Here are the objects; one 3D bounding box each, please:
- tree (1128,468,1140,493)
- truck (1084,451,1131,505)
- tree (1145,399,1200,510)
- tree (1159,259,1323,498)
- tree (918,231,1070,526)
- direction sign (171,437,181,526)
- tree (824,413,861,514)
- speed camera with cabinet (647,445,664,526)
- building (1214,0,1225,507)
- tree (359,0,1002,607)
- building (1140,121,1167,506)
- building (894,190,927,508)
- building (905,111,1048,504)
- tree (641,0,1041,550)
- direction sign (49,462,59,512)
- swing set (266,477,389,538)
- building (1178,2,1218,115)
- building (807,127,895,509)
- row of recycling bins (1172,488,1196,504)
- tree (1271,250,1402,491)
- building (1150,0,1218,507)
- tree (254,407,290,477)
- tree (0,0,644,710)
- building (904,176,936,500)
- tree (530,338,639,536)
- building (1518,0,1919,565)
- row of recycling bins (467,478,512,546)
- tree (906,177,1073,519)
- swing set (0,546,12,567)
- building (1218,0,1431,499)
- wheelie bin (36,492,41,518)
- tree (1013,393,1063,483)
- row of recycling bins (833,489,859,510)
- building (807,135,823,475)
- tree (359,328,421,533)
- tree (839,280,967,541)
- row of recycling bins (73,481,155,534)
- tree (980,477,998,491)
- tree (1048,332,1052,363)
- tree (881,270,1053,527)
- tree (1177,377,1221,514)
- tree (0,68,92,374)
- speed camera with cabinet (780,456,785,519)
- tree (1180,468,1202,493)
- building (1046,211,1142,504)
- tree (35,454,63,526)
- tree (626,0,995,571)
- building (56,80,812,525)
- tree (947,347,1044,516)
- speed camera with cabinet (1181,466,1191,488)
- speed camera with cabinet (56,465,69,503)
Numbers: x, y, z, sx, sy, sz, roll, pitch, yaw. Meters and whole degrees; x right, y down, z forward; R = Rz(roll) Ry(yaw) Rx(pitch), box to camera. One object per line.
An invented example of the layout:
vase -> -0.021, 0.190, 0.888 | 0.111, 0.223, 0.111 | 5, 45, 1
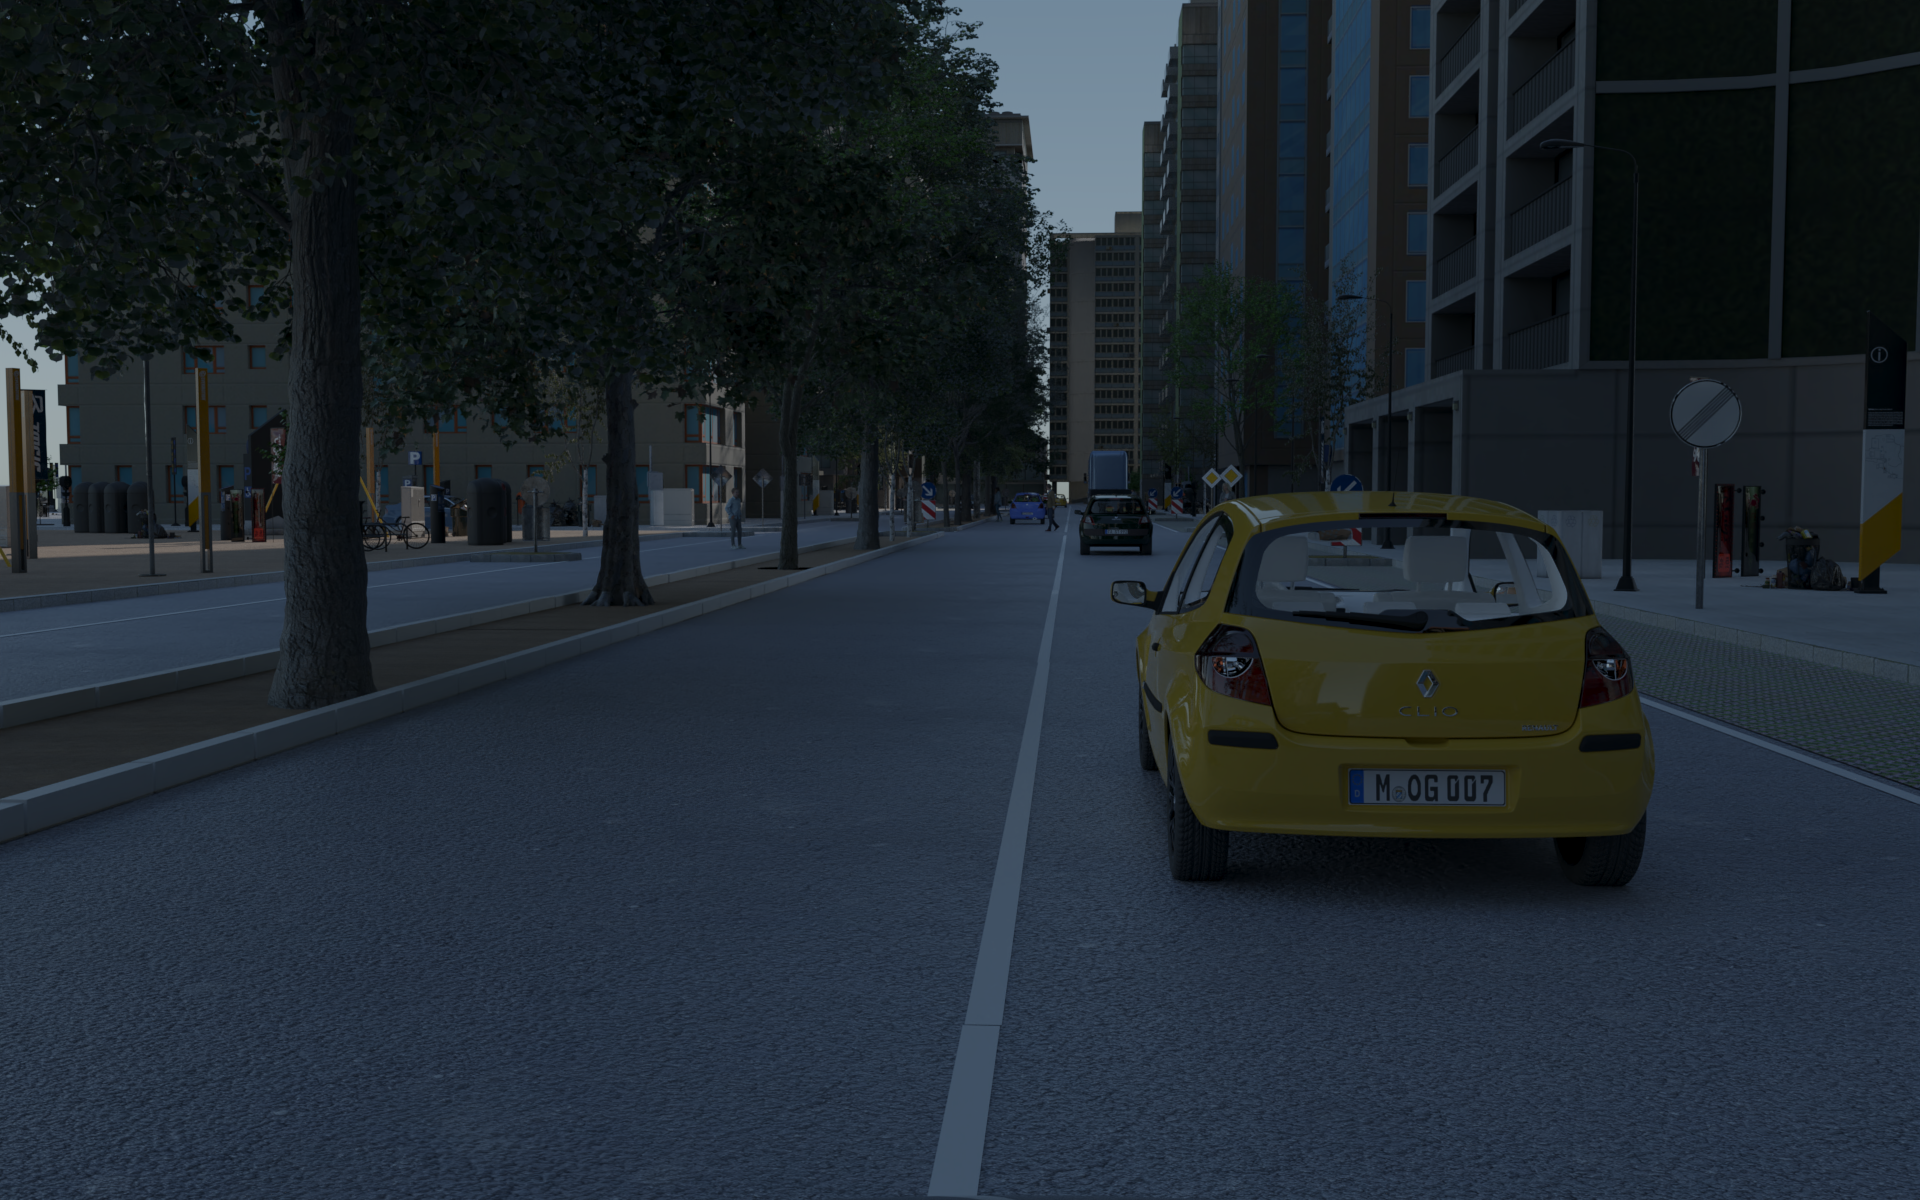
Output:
tree -> 22.342, -14.343, 218.216 | 4.285, 4.588, 4.351 | 0, 3, 0
truck -> 8.976, -6.880, 102.244 | 2.967, 4.110, 18.799 | 0, 4, 3
tree -> 16.570, -11.314, 135.346 | 4.737, 8.622, 4.395 | 0, 3, 0
tree -> 12.518, -9.278, 77.449 | 9.928, 11.665, 9.643 | 0, 3, 0
tree -> -0.088, -10.147, 78.738 | 12.009, 13.543, 11.850 | 0, 3, 0
direction sign -> -31.457, -4.732, 69.358 | 0.379, 3.537, 0.876 | -2, 4, -34
tree -> -7.216, -9.900, 112.227 | 4.737, 8.622, 4.395 | 0, 3, 0
speed camera with cabinet -> -12.212, -4.622, 69.908 | 0.660, 3.252, 2.038 | -1, 4, -16
building -> 29.137, -35.647, 124.823 | 21.231, 58.520, 28.212 | 0, 4, 4
tree -> -4.365, -6.279, 22.120 | 9.611, 12.733, 9.660 | 0, 3, 0
building -> 27.128, -31.137, 192.685 | 14.154, 41.232, 14.086 | 0, 4, 4
building -> -10.791, -23.997, 164.051 | 14.160, 30.474, 14.107 | 0, 4, 4
building -> -1.793, -39.740, 238.991 | 27.495, 52.752, 28.713 | 0, 4, 4
tree -> -2.388, -8.263, 44.220 | 9.857, 13.997, 8.962 | 0, 3, 0
direction sign -> -64.966, -8.090, 124.275 | 0.379, 3.537, 0.876 | 1, 4, 11
swing set -> -18.329, -3.194, 49.845 | 2.862, 2.851, 3.119 | 0, 4, 2
building -> 25.483, -28.412, 148.135 | 14.154, 41.232, 14.086 | 0, 4, 4
building -> -13.354, -28.513, 149.777 | 14.154, 41.232, 14.086 | 0, 4, 4
row of recycling bins -> 15.419, -6.832, 118.815 | 1.069, 1.692, 3.534 | 0, 4, -8
tree -> 11.383, -6.293, 53.256 | 4.360, 8.622, 3.978 | 0, 3, 0
building -> 31.148, -33.658, 169.911 | 23.786, 49.044, 30.456 | 0, 4, 4
tree -> -12.435, -2.375, 33.432 | 1.663, 3.219, 1.824 | 0, 3, 0
tree -> -4.337, -6.259, 11.454 | 9.857, 13.997, 8.962 | 0, 3, 0
building -> -14.870, -31.201, 202.012 | 23.993, 40.220, 32.217 | 0, 4, 4
tree -> -11.434, -6.247, 52.508 | 4.360, 8.622, 3.978 | 0, 3, 0
building -> 20.345, -36.555, 35.924 | 20.563, 71.187, 20.611 | 0, 4, 4
row of recycling bins -> -12.174, -2.300, 44.723 | 1.069, 1.692, 3.534 | -1, 4, -10
tree -> -0.183, -14.836, 100.913 | 12.611, 20.169, 13.585 | 0, 3, 0
swing set -> -17.458, -1.889, 28.510 | 2.862, 2.851, 3.119 | -1, 4, -23
building -> 20.995, -26.838, 88.909 | 14.600, 45.320, 14.200 | 0, 4, 4
wheelie bin -> -51.617, -5.422, 96.551 | 0.980, 1.594, 0.693 | 0, 4, -3
tree -> 2.354, -12.252, 119.777 | 9.611, 12.733, 9.660 | 0, 3, 0
row of recycling bins -> -8.997, -8.131, 140.048 | 3.534, 1.692, 1.069 | 3, 5, 41
building -> -21.772, -28.604, 122.293 | 22.147, 44.769, 28.867 | 0, 4, 4
tree -> -19.252, -6.540, 57.285 | 4.360, 8.622, 3.978 | 0, 3, 0
tree -> -1.666, -6.364, 56.865 | 4.360, 8.622, 3.978 | 0, 3, 0
row of recycling bins -> -27.809, -3.044, 56.879 | 3.534, 1.692, 1.069 | 2, 4, 29
tree -> 2.599, -10.732, 128.284 | 4.360, 8.622, 3.978 | 0, 3, 0
tree -> 0.284, -11.047, 89.735 | 9.857, 13.997, 8.962 | 0, 3, 0
tree -> -0.470, -8.078, 68.945 | 8.767, 10.594, 7.601 | 0, 4, 4
tree -> 15.613, -9.679, 108.609 | 4.360, 8.622, 3.978 | 0, 3, 0
tree -> -12.948, -4.366, 21.743 | 4.737, 8.622, 4.395 | 0, 3, 0
speed camera with cabinet -> -8.867, -5.751, 88.364 | 0.660, 3.252, 2.038 | 0, 4, -5
tree -> 16.963, -8.101, 127.047 | 1.663, 3.219, 1.824 | 0, 3, 0
building -> 24.094, -33.569, 240.740 | 23.993, 40.220, 32.217 | 0, 4, 4
tree -> -37.811, -4.667, 70.908 | 1.663, 3.219, 1.824 | 0, 3, 0
tree -> -3.139, -6.365, 32.277 | 9.928, 11.665, 9.643 | 0, 3, 0
building -> -23.323, -14.751, 86.212 | 27.650, 21.520, 28.899 | 0, 4, 4
tree -> 1.681, -11.657, 111.175 | 7.486, 12.596, 7.792 | 0, 3, 0
speed camera with cabinet -> 16.063, -7.934, 124.060 | 0.660, 3.252, 2.038 | 0, 4, -3
speed camera with cabinet -> -45.939, -5.865, 90.230 | 0.660, 3.252, 2.038 | 3, 4, 38
